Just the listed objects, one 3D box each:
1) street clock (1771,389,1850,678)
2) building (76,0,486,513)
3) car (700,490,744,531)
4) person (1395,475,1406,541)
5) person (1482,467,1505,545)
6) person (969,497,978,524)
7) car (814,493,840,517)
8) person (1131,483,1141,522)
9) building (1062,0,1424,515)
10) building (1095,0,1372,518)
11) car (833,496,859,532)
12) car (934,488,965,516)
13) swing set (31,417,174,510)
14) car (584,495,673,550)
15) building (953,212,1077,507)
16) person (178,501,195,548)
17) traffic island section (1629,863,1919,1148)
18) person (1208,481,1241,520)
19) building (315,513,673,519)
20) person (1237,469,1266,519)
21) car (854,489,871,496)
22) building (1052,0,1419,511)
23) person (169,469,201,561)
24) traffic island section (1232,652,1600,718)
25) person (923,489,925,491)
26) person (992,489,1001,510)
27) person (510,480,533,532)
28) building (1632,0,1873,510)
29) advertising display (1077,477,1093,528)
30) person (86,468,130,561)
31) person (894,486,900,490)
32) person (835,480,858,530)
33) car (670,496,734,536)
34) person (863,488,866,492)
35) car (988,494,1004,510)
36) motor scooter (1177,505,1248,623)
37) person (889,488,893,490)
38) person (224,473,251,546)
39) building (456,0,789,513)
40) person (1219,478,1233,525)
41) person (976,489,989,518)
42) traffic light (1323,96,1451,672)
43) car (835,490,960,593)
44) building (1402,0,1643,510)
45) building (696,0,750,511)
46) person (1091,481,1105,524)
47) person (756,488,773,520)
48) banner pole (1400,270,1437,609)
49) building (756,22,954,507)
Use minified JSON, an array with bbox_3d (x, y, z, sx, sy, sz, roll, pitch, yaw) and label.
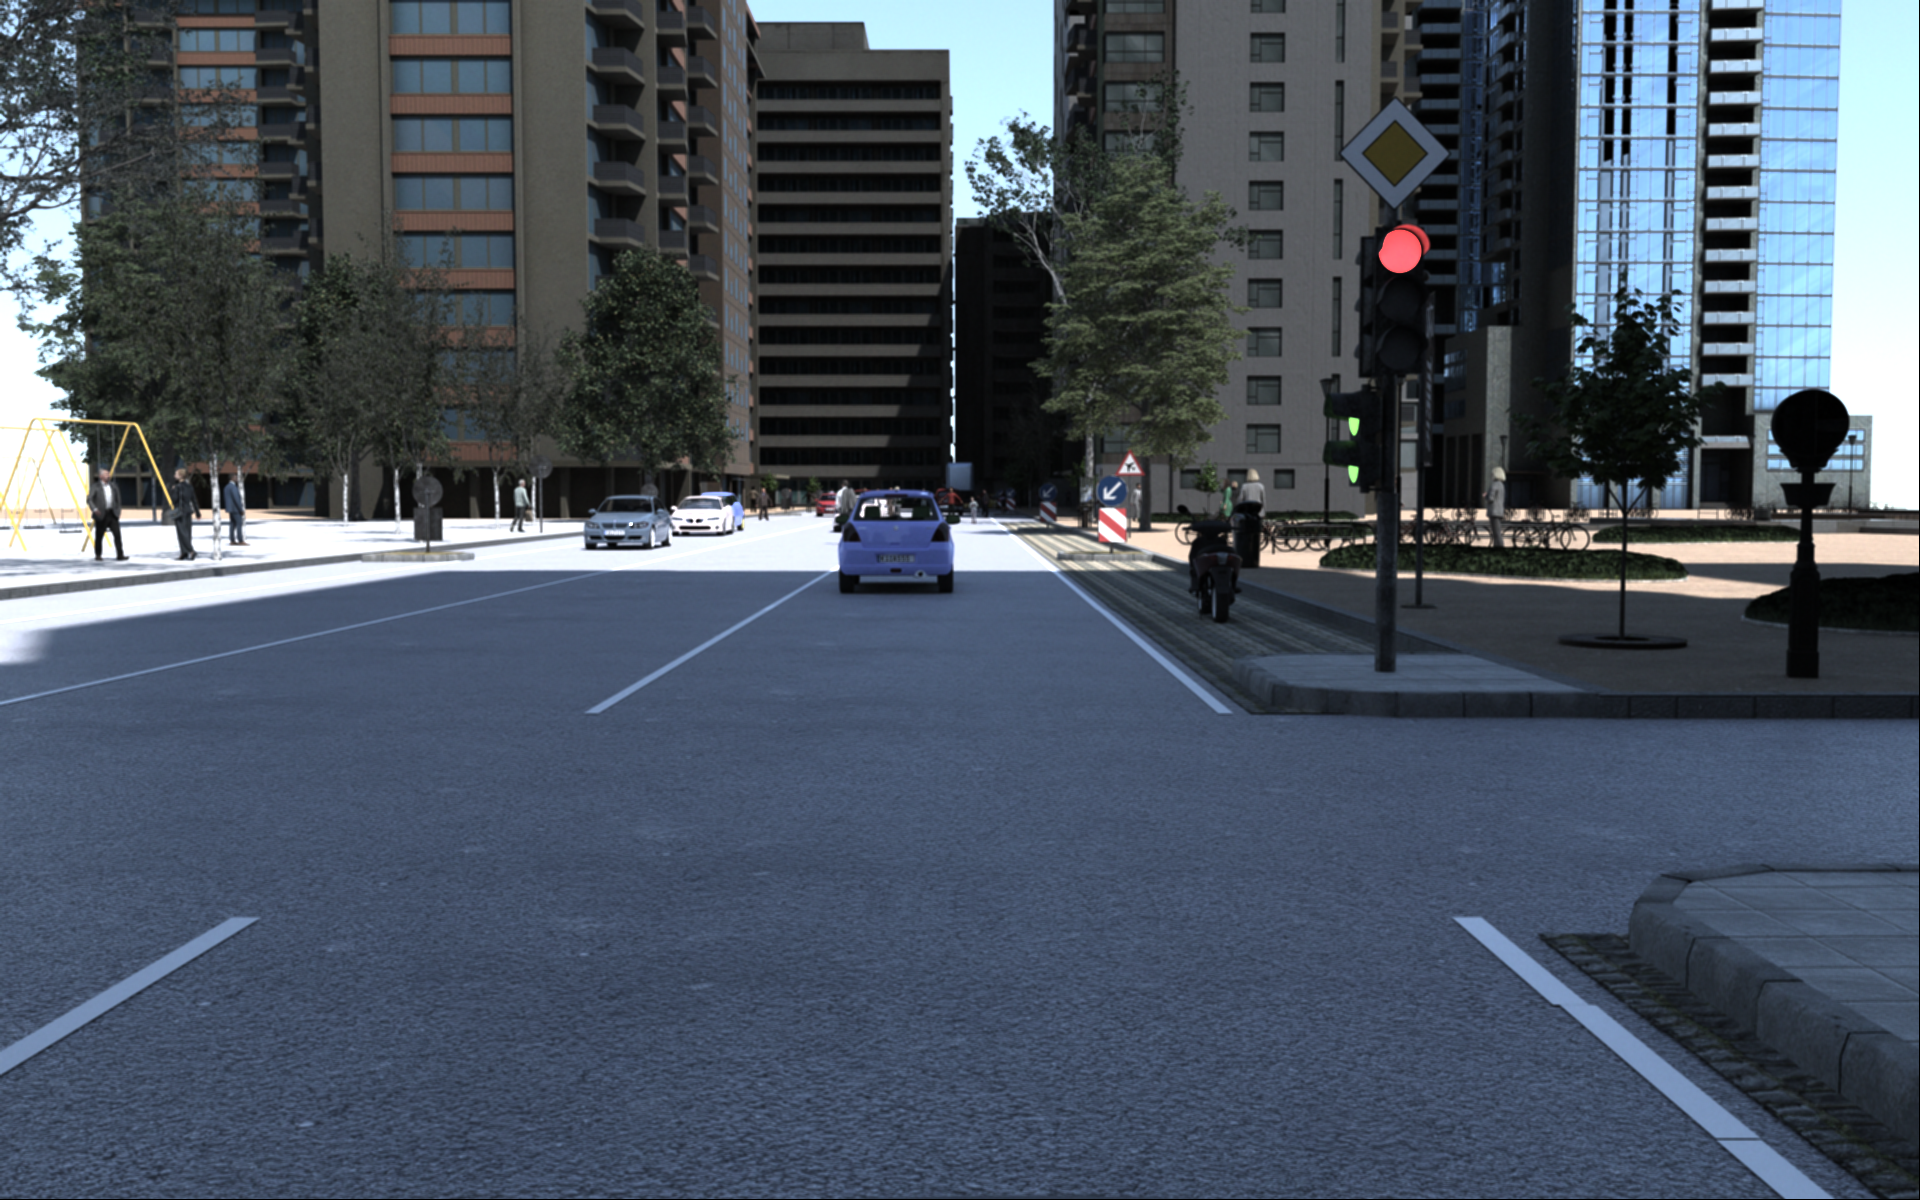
[{"bbox_3d":[5.913,-0.461,12.100,0.471,2.002,0.358,1,4,20],"label":"street clock"},{"bbox_3d":[-59.309,-30.336,150.622,28.867,44.769,22.147,0,3,0],"label":"building"},{"bbox_3d":[-9.317,-3.465,66.245,1.945,1.707,3.694,0,4,1],"label":"car"},{"bbox_3d":[11.751,-2.449,46.352,0.573,1.790,0.520,0,4,-7],"label":"person"},{"bbox_3d":[10.258,-1.659,33.358,0.526,1.800,0.537,3,5,42],"label":"person"},{"bbox_3d":[0.661,-4.309,83.223,0.425,1.301,0.394,0,4,-5],"label":"person"},{"bbox_3d":[-8.209,-6.226,110.833,2.155,1.783,4.494,0,4,-1],"label":"car"},{"bbox_3d":[8.253,-4.534,80.443,0.678,1.792,0.850,-2,4,-33],"label":"person"},{"bbox_3d":[18.582,-28.376,118.571,22.147,44.769,28.867,0,3,0],"label":"building"},{"bbox_3d":[14.504,-19.898,97.025,14.160,30.474,14.107,0,3,0],"label":"building"},{"bbox_3d":[-3.802,-3.301,66.329,2.083,1.381,4.827,0,4,1],"label":"car"},{"bbox_3d":[-0.805,-6.616,116.840,2.281,1.827,5.304,0,4,0],"label":"car"},{"bbox_3d":[-18.470,-2.380,36.532,2.862,2.851,3.119,1,4,14],"label":"swing set"},{"bbox_3d":[-8.784,-2.089,46.160,2.014,1.417,4.499,0,4,0],"label":"car"},{"bbox_3d":[6.333,-24.969,179.944,14.107,30.474,14.160,0,3,0],"label":"building"},{"bbox_3d":[-18.616,-2.013,41.556,0.503,1.515,0.523,-2,4,-24],"label":"person"},{"bbox_3d":[3.092,1.084,4.557,2.009,0.180,2.903,0,3,0],"label":"traffic island section"},{"bbox_3d":[10.447,-3.782,68.090,1.509,1.804,0.699,3,5,43],"label":"person"},{"bbox_3d":[-26.308,-27.350,101.794,22.147,44.769,28.867,0,3,0],"label":"building"},{"bbox_3d":[5.928,-1.794,35.563,0.709,1.800,0.728,0,4,5],"label":"person"},{"bbox_3d":[-8.111,-8.315,144.624,2.281,1.827,5.304,0,4,2],"label":"car"},{"bbox_3d":[21.949,-34.093,146.666,28.713,52.752,27.495,0,3,0],"label":"building"},{"bbox_3d":[-14.954,-1.652,33.475,0.534,1.772,0.576,0,4,-6],"label":"person"},{"bbox_3d":[3.101,0.596,12.542,2.009,0.180,2.903,0,3,0],"label":"traffic island section"},{"bbox_3d":[-2.757,-7.502,131.245,1.350,1.814,0.705,0,4,4],"label":"person"},{"bbox_3d":[3.224,-8.362,145.204,1.348,1.826,0.705,1,4,14],"label":"person"},{"bbox_3d":[-14.724,-3.160,58.190,0.782,1.767,0.515,2,4,33],"label":"person"},{"bbox_3d":[60.237,-51.145,148.886,31.000,86.520,22.319,0,3,0],"label":"building"},{"bbox_3d":[4.794,-3.745,66.442,0.123,1.923,0.974,2,4,35],"label":"advertising display"},{"bbox_3d":[-16.347,-1.639,33.246,0.834,1.777,0.661,2,4,31],"label":"person"},{"bbox_3d":[-2.934,-4.485,82.017,0.526,1.800,0.537,-1,4,-16],"label":"person"},{"bbox_3d":[-3.184,-2.469,48.969,0.679,1.850,0.850,0,4,3],"label":"person"},{"bbox_3d":[-8.984,-2.945,60.513,2.083,1.381,4.827,0,4,-2],"label":"car"},{"bbox_3d":[-5.473,-5.570,99.698,0.705,1.807,1.348,0,4,5],"label":"person"},{"bbox_3d":[3.059,-8.547,149.959,2.015,1.641,3.980,0,4,0],"label":"car"},{"bbox_3d":[2.905,-0.432,19.842,0.815,1.314,1.986,0,4,2],"label":"motor scooter"},{"bbox_3d":[-3.834,-5.226,94.490,0.434,1.755,0.990,1,4,19],"label":"person"},{"bbox_3d":[-18.064,-2.258,43.141,0.721,1.800,0.419,3,4,36],"label":"person"},{"bbox_3d":[-30.397,-30.307,150.148,28.867,44.769,22.147,0,3,0],"label":"building"},{"bbox_3d":[8.794,-3.100,56.978,0.529,1.795,0.600,0,4,3],"label":"person"},{"bbox_3d":[1.395,-5.890,105.338,0.750,1.759,0.617,0,4,-6],"label":"person"},{"bbox_3d":[3.061,-1.438,12.428,0.839,4.253,0.868,0,3,0],"label":"traffic light"},{"bbox_3d":[-0.955,-1.030,26.437,1.945,1.707,3.694,0,4,-2],"label":"car"},{"bbox_3d":[51.457,-53.169,181.991,31.000,86.520,22.319,0,3,0],"label":"building"},{"bbox_3d":[-22.930,-28.974,123.837,14.600,45.320,14.200,0,3,0],"label":"building"},{"bbox_3d":[6.023,-4.210,74.659,0.755,1.850,0.659,0,4,7],"label":"person"},{"bbox_3d":[-10.594,-5.182,93.784,0.990,1.755,0.434,-1,4,-23],"label":"person"},{"bbox_3d":[5.172,-1.788,19.249,0.401,3.779,0.863,0,4,4],"label":"banner pole"},{"bbox_3d":[-11.518,-34.173,182.434,21.600,48.544,21.300,0,3,0],"label":"building"}]
